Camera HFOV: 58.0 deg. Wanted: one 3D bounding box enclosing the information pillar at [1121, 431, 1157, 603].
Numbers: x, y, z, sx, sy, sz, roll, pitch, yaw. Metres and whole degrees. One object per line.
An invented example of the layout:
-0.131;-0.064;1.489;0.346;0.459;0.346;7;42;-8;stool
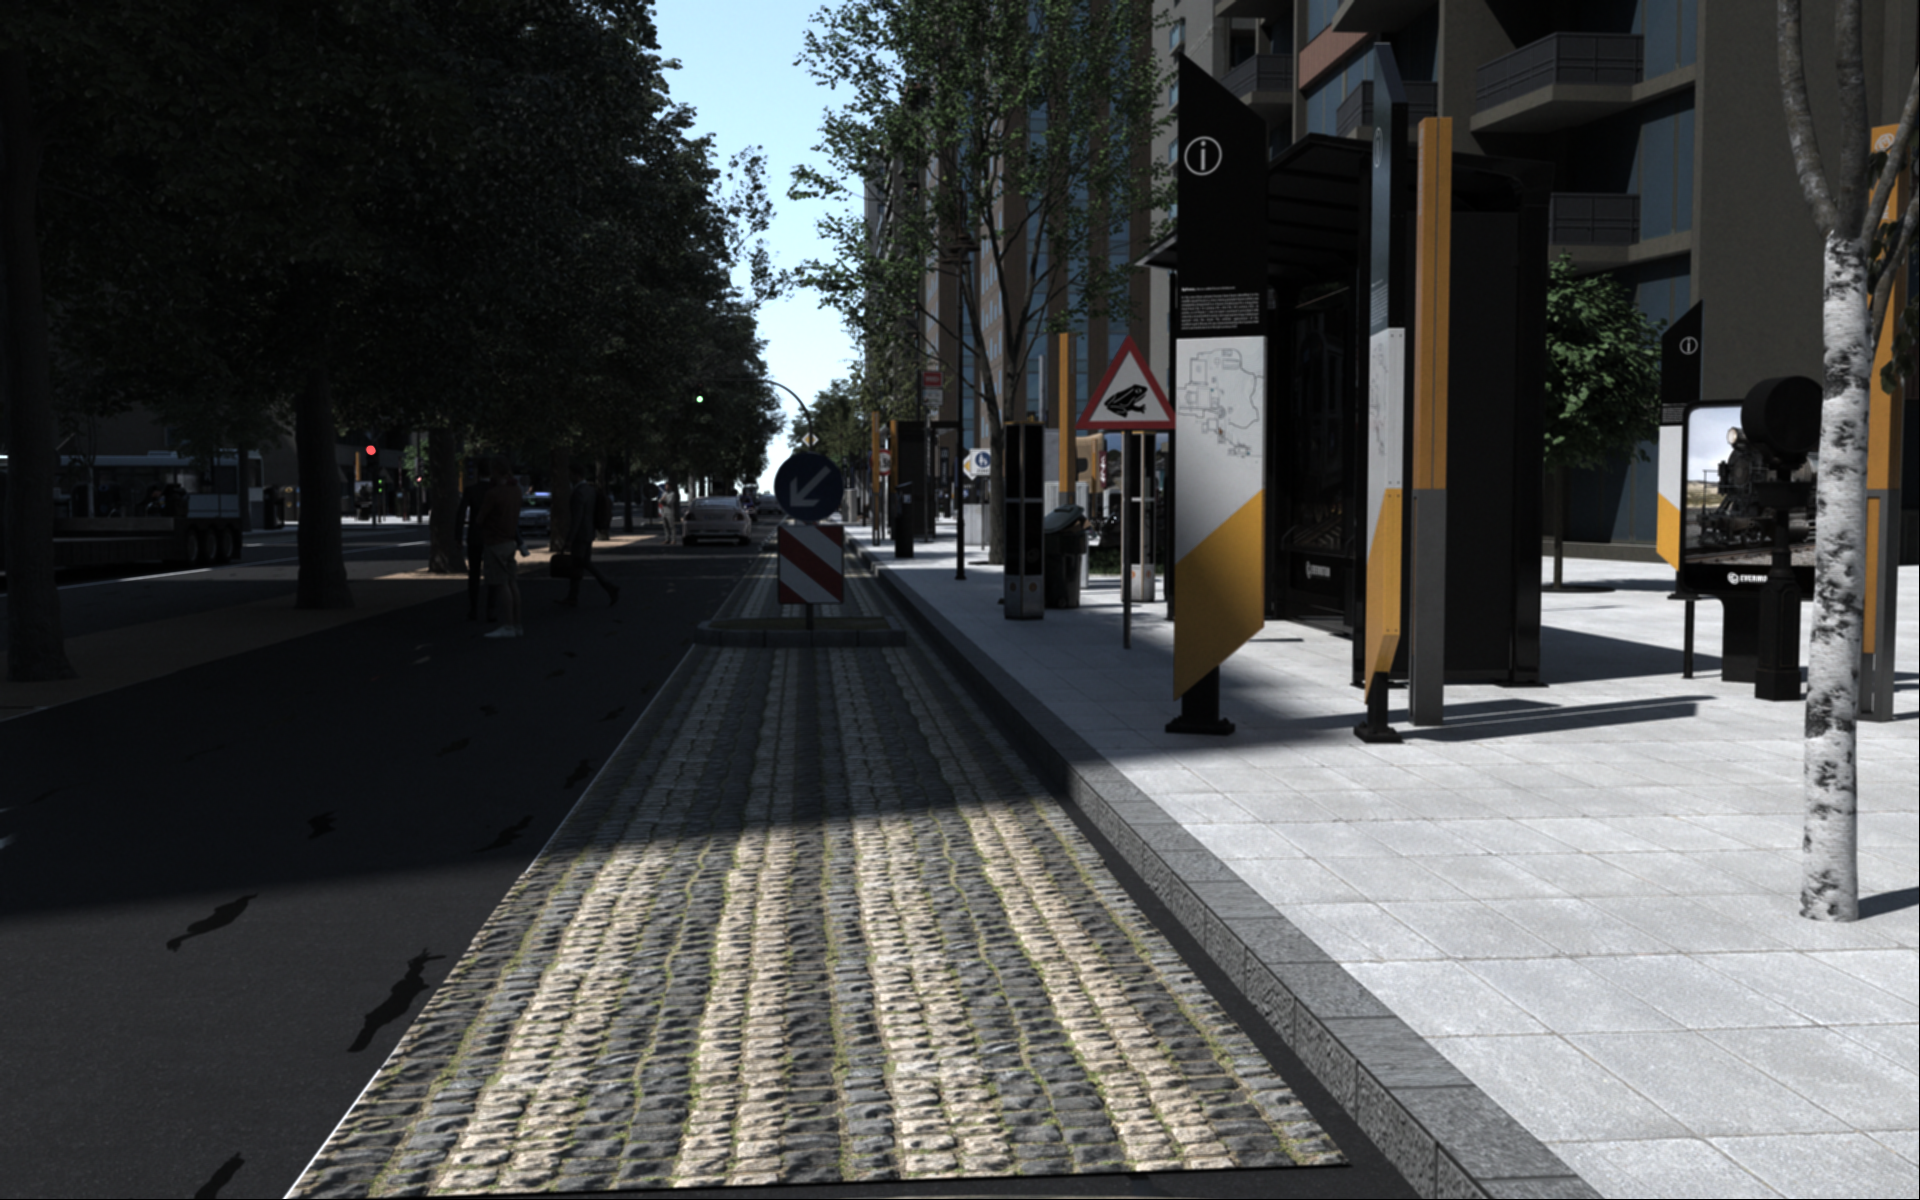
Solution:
2.107;-0.976;20.450;0.304;2.012;0.304;3;4;36;information pillar

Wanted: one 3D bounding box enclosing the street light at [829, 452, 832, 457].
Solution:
-11.232;-10.929;151.482;0.468;5.910;1.993;0;4;-5;street light

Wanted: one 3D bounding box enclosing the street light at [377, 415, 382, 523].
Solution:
-25.687;-6.341;76.469;0.468;5.910;1.993;0;4;-5;street light

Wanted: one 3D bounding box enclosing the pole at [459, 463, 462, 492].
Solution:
-26.875;-6.080;93.243;0.158;3.312;0.155;0;3;0;pole

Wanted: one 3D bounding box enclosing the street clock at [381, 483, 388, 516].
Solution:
-34.433;-6.049;103.474;0.358;2.002;0.471;2;4;33;street clock

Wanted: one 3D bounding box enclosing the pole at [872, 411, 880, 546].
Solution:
-2.076;-2.994;42.799;0.158;3.312;0.155;0;3;0;pole

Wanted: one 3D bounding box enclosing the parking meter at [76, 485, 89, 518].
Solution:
-24.867;-2.494;49.188;0.372;1.533;0.369;0;3;0;parking meter

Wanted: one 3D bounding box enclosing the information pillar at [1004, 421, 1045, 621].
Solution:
0.655;-0.806;17.669;0.304;2.012;0.304;-3;4;-36;information pillar

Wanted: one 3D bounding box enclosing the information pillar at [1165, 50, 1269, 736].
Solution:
1.371;-1.091;9.193;0.504;3.616;0.183;1;4;21;information pillar

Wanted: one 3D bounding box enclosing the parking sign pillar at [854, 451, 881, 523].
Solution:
-3.779;-5.418;77.053;1.447;3.967;1.447;-1;4;-10;parking sign pillar

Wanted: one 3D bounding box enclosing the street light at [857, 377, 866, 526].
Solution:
-3.803;-5.864;68.669;0.468;5.910;1.993;0;4;-5;street light

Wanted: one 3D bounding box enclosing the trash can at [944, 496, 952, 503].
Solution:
-0.941;-7.566;135.361;0.748;1.137;0.748;0;3;0;trash can

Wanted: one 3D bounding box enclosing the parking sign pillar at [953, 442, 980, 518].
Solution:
0.355;-6.210;90.000;1.447;3.967;1.447;2;4;24;parking sign pillar

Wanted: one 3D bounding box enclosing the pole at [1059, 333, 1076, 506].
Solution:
1.368;-1.725;22.044;0.158;3.312;0.155;0;3;0;pole

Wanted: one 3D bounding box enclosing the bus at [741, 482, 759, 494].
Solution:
-35.919;-18.673;296.848;2.896;3.916;12.252;0;4;-5;bus

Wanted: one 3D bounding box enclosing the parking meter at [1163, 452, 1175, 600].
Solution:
2.651;-0.923;20.799;0.255;1.863;0.399;-2;4;-35;parking meter

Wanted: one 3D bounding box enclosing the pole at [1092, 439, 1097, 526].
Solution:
4.958;-4.282;63.860;0.158;3.312;0.155;0;3;0;pole

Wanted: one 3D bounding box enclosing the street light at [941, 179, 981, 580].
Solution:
0.008;-3.245;25.838;0.468;5.910;1.993;0;4;-5;street light

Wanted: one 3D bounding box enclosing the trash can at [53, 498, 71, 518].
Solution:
-29.499;-2.758;56.744;0.748;1.137;0.748;0;3;0;trash can

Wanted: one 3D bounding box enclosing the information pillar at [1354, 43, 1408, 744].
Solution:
2.182;-1.072;8.879;0.183;3.616;0.504;0;4;2;information pillar

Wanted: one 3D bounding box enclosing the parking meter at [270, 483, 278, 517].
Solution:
-37.567;-5.459;94.970;0.399;1.863;0.255;-3;5;-43;parking meter

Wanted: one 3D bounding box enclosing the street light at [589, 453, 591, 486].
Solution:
-32.472;-10.977;152.258;0.468;5.910;1.993;0;4;-5;street light

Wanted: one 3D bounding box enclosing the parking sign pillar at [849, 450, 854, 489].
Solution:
-6.180;-7.253;107.064;1.447;3.967;1.447;-1;4;-18;parking sign pillar

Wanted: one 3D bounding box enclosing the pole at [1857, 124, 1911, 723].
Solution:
5.171;-0.971;9.717;0.158;3.312;0.155;0;3;0;pole

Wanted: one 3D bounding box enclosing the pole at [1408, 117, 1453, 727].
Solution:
2.588;-0.959;9.530;0.158;3.312;0.155;0;3;0;pole

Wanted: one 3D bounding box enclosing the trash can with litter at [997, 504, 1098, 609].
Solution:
0.972;-0.484;19.297;1.055;1.170;0.624;-3;5;-40;trash can with litter

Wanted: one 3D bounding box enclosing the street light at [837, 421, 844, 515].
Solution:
-7.405;-8.260;107.842;0.468;5.910;1.993;0;4;-5;street light

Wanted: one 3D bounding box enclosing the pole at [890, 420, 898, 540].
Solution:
-1.820;-3.306;47.902;0.158;3.312;0.155;0;3;0;pole

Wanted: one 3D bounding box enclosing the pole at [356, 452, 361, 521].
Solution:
-29.123;-5.509;83.921;0.158;3.312;0.155;0;3;0;pole

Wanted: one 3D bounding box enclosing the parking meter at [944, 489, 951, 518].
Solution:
-0.680;-5.177;93.058;0.372;1.533;0.369;0;3;0;parking meter

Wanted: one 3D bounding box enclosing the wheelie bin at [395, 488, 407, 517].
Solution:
-30.786;-5.359;95.532;0.693;1.594;0.980;-3;4;-38;wheelie bin

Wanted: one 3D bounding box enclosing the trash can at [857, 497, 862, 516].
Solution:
-5.137;-4.434;84.146;0.748;1.137;0.748;0;3;0;trash can

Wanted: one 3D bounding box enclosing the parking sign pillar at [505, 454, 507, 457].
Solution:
-30.881;-7.924;118.024;1.447;3.967;1.447;-2;4;-24;parking sign pillar

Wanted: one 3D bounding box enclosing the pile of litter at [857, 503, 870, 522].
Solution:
-4.528;-4.563;88.573;1.176;0.858;1.719;-1;4;-19;pile of litter

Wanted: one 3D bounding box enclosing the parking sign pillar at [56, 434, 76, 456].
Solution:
-39.698;-5.388;76.572;1.447;3.967;1.447;1;4;13;parking sign pillar

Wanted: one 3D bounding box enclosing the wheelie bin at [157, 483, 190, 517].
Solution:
-23.140;-2.639;51.059;0.693;1.594;0.980;1;4;12;wheelie bin

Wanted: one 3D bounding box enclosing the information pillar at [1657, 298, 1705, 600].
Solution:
8.740;-1.813;20.991;0.504;3.616;0.183;3;5;42;information pillar

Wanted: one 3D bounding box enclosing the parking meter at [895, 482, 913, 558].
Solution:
-1.126;-1.623;34.944;0.372;1.533;0.369;0;3;0;parking meter

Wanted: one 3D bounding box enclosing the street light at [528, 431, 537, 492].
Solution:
-29.484;-8.989;119.765;0.468;5.910;1.993;0;4;-5;street light

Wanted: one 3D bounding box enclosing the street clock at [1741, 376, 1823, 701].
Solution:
5.106;-0.378;10.757;0.471;2.002;0.358;-1;4;-12;street clock

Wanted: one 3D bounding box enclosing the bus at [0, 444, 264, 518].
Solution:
-35.743;-4.653;70.940;13.247;3.499;2.948;0;4;-4;bus

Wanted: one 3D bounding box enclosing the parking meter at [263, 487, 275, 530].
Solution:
-24.655;-3.264;61.780;0.372;1.533;0.369;0;3;0;parking meter

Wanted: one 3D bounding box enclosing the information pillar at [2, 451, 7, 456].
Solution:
-50.385;-6.120;91.420;0.183;3.616;0.504;2;4;30;information pillar

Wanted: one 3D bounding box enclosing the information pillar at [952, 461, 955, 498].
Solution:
-0.451;-8.074;123.371;0.183;3.616;0.504;1;4;14;information pillar

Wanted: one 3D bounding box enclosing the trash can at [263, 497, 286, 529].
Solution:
-24.937;-3.145;63.072;0.748;1.137;0.748;0;3;0;trash can

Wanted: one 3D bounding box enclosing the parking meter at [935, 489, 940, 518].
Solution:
-1.309;-5.290;94.902;0.372;1.533;0.369;0;3;0;parking meter
